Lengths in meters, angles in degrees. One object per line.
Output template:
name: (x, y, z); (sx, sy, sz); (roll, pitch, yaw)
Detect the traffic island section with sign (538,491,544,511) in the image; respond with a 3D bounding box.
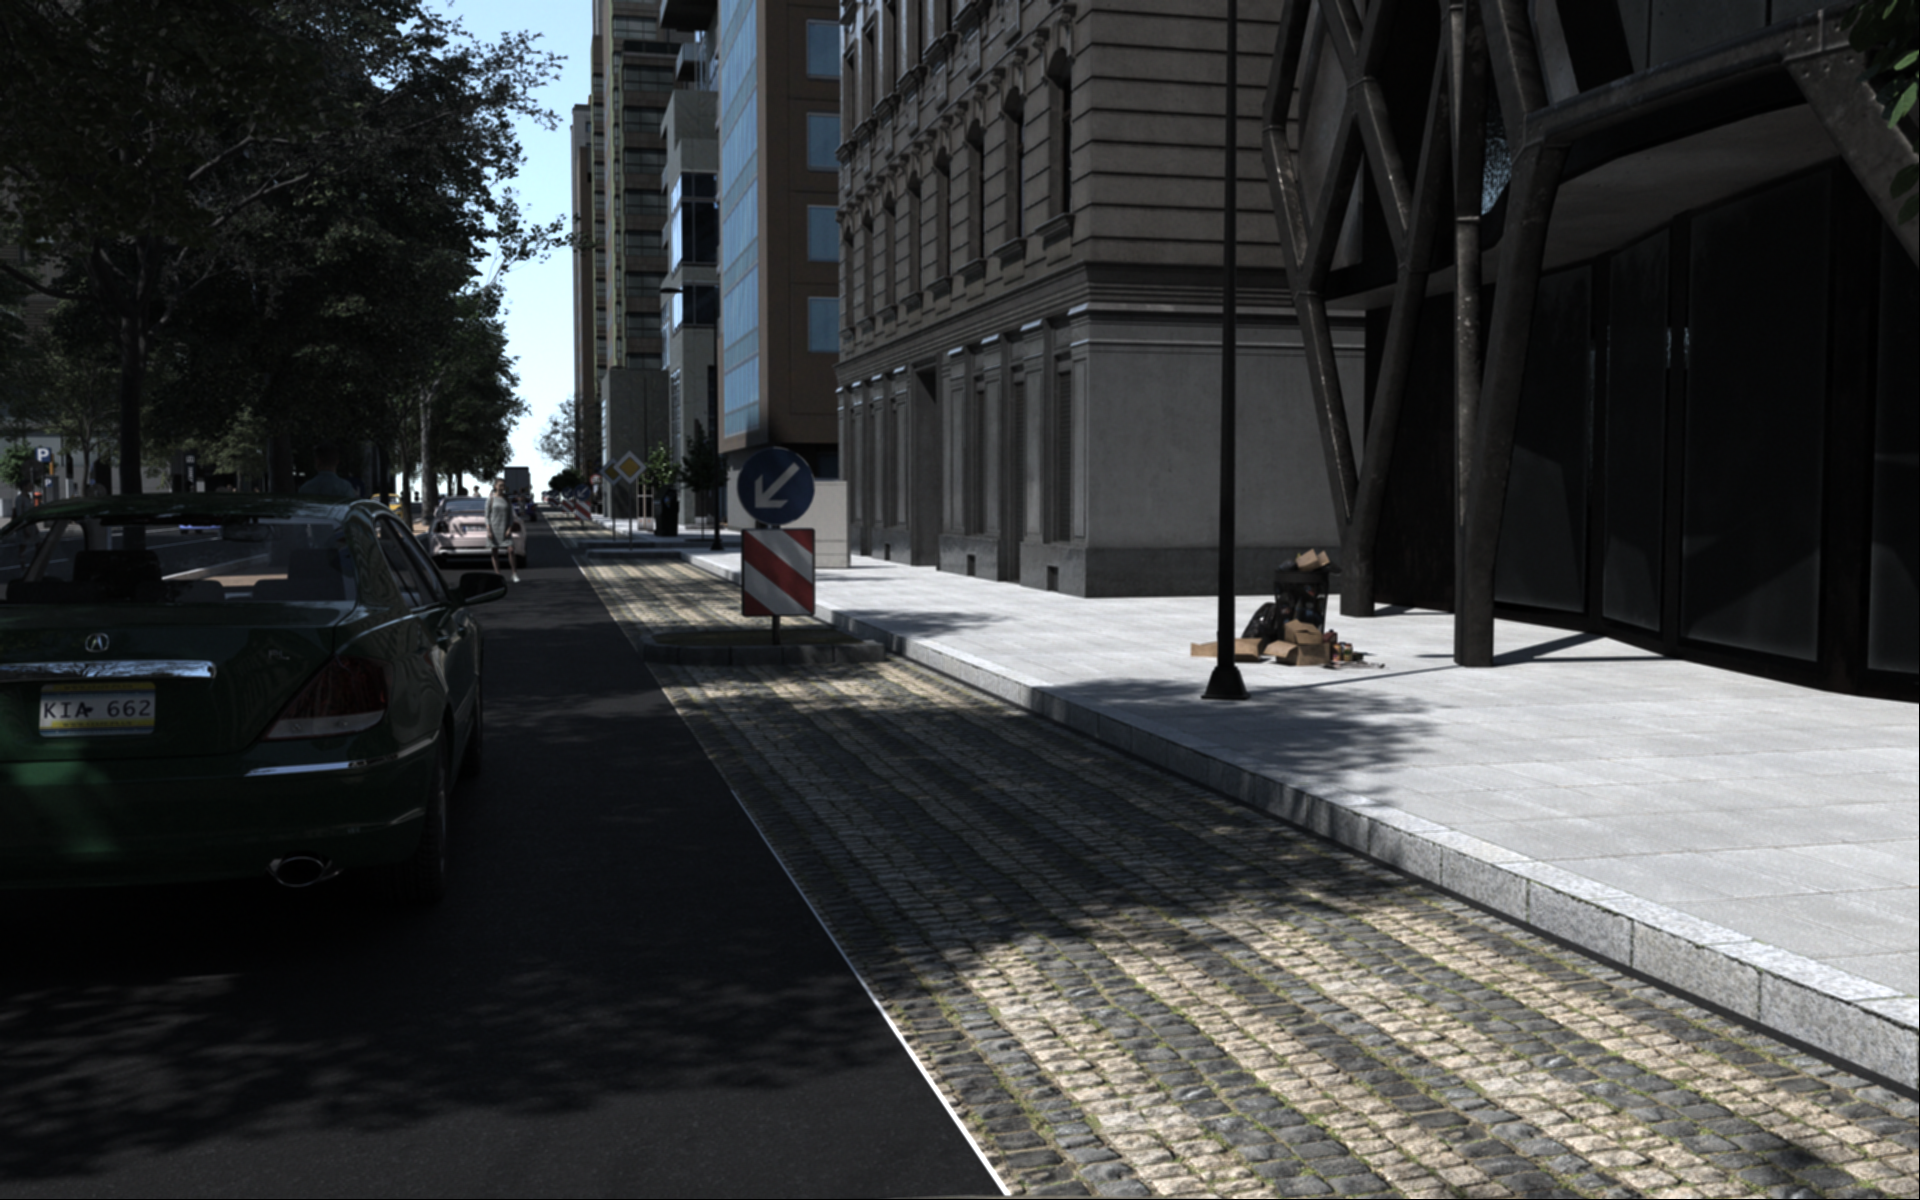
traffic island section with sign: (-33.673, -8.246, 143.457); (1.989, 1.847, 2.006); (-1, 4, -14)

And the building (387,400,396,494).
building: (-93.680, -43.245, 249.062); (21.231, 58.520, 28.212); (-1, 4, -14)

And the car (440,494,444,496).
car: (-71.971, -14.055, 239.387); (1.945, 1.707, 3.694); (-1, 4, -15)

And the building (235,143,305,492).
building: (-71.871, -32.592, 152.479); (23.786, 49.044, 30.456); (-1, 4, -14)

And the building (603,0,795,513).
building: (-22.562, -30.334, 146.068); (14.600, 45.320, 14.200); (-1, 4, -14)

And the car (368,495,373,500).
car: (-45.897, -7.575, 136.437); (1.945, 1.354, 3.894); (-1, 4, -14)

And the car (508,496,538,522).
car: (-22.883, -4.724, 89.814); (1.945, 1.354, 3.894); (-1, 4, -16)

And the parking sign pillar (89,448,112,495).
parking sign pillar: (-49.559, -6.814, 99.882); (1.447, 3.967, 1.447); (1, 4, 14)

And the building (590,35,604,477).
building: (-26.705, -29.120, 159.712); (14.154, 41.232, 14.086); (-1, 4, -14)

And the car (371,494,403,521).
car: (-27.370, -4.426, 82.588); (2.015, 1.641, 3.980); (-1, 4, -16)

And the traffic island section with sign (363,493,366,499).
traffic island section with sign: (-57.232, -9.625, 166.004); (1.989, 1.847, 2.006); (-1, 4, -14)

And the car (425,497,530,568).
car: (-9.718, -1.379, 34.917); (2.083, 1.381, 4.827); (-1, 4, -15)

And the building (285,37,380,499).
building: (-86.882, -41.558, 221.475); (21.231, 58.520, 28.212); (-1, 4, -14)

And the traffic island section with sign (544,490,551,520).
traffic island section with sign: (-21.678, -5.293, 95.172); (1.989, 1.847, 2.006); (-1, 4, -14)

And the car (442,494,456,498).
car: (-46.741, -8.976, 158.755); (2.014, 1.417, 4.499); (-1, 4, -14)

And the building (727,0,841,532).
building: (-0.063, -24.763, 54.983); (14.200, 45.320, 14.600); (-1, 4, -14)

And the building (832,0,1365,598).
building: (3.939, -11.088, 30.435); (9.793, 20.994, 18.267); (-1, 4, -14)

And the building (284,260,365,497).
building: (-77.957, -26.366, 202.781); (14.160, 30.474, 14.107); (-1, 4, -14)

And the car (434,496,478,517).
car: (-16.951, -2.870, 59.289); (2.083, 1.381, 4.827); (-1, 4, -12)

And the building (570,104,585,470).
building: (-48.189, -44.151, 263.875); (21.231, 58.520, 28.212); (-1, 4, -14)

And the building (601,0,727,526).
building: (-6.017, -47.226, 84.821); (22.319, 86.520, 31.000); (-1, 4, -14)

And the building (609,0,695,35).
building: (-19.501, -27.435, 132.161); (14.154, 41.232, 14.086); (-1, 4, -14)

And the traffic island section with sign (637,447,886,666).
traffic island section with sign: (-1.832, -0.410, 15.337); (1.989, 1.847, 2.006); (-1, 4, -14)

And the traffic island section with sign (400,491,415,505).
traffic island section with sign: (-70.536, -12.900, 219.542); (1.989, 1.847, 2.006); (-1, 4, -14)

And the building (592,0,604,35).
building: (-27.449, -39.079, 180.947); (21.231, 58.520, 28.212); (-1, 4, -14)

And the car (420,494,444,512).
car: (-42.918, -8.035, 140.957); (1.945, 1.707, 3.694); (-1, 4, -13)

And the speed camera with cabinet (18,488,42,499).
speed camera with cabinet: (-59.844, -7.207, 112.167); (2.038, 3.252, 0.660); (0, 4, -4)

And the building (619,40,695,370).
building: (-15.576, -21.033, 115.586); (14.160, 30.474, 14.107); (-1, 4, -14)

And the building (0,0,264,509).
building: (-66.596, -32.699, 123.874); (28.713, 52.752, 27.495); (-1, 4, -14)

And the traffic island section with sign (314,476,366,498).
traffic island section with sign: (-15.776, -2.268, 45.216); (2.006, 1.907, 1.989); (-1, 4, -14)

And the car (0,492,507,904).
car: (-3.016, 0.276, 7.278); (2.131, 1.459, 4.920); (-1, 4, -13)

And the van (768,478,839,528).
van: (-2.772, -2.246, 43.739); (4.112, 2.044, 2.013); (-1, 4, -15)

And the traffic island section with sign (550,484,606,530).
traffic island section with sign: (-15.171, -3.693, 69.011); (1.989, 1.847, 2.006); (-1, 4, -14)

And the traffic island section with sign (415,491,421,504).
traffic island section with sign: (-77.165, -14.532, 246.229); (1.989, 1.847, 2.006); (-1, 4, -14)

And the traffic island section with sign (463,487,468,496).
traffic island section with sign: (-33.911, -6.728, 118.142); (2.006, 1.907, 1.989); (-1, 4, -14)

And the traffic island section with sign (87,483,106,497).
traffic island section with sign: (-31.814, -3.370, 63.726); (1.989, 1.847, 2.006); (-1, 4, -14)

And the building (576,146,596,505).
building: (-41.046, -34.813, 219.306); (14.600, 45.320, 14.200); (-1, 4, -14)

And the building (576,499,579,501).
building: (-36.913, -33.534, 240.163); (32.217, 40.220, 23.993); (-1, 4, -14)

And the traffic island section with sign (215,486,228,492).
traffic island section with sign: (-38.316, -4.970, 89.888); (1.989, 1.847, 2.006); (-1, 4, -14)

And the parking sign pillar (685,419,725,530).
parking sign pillar: (-9.248, -4.539, 62.691); (1.447, 3.967, 1.447); (0, 4, 5)
